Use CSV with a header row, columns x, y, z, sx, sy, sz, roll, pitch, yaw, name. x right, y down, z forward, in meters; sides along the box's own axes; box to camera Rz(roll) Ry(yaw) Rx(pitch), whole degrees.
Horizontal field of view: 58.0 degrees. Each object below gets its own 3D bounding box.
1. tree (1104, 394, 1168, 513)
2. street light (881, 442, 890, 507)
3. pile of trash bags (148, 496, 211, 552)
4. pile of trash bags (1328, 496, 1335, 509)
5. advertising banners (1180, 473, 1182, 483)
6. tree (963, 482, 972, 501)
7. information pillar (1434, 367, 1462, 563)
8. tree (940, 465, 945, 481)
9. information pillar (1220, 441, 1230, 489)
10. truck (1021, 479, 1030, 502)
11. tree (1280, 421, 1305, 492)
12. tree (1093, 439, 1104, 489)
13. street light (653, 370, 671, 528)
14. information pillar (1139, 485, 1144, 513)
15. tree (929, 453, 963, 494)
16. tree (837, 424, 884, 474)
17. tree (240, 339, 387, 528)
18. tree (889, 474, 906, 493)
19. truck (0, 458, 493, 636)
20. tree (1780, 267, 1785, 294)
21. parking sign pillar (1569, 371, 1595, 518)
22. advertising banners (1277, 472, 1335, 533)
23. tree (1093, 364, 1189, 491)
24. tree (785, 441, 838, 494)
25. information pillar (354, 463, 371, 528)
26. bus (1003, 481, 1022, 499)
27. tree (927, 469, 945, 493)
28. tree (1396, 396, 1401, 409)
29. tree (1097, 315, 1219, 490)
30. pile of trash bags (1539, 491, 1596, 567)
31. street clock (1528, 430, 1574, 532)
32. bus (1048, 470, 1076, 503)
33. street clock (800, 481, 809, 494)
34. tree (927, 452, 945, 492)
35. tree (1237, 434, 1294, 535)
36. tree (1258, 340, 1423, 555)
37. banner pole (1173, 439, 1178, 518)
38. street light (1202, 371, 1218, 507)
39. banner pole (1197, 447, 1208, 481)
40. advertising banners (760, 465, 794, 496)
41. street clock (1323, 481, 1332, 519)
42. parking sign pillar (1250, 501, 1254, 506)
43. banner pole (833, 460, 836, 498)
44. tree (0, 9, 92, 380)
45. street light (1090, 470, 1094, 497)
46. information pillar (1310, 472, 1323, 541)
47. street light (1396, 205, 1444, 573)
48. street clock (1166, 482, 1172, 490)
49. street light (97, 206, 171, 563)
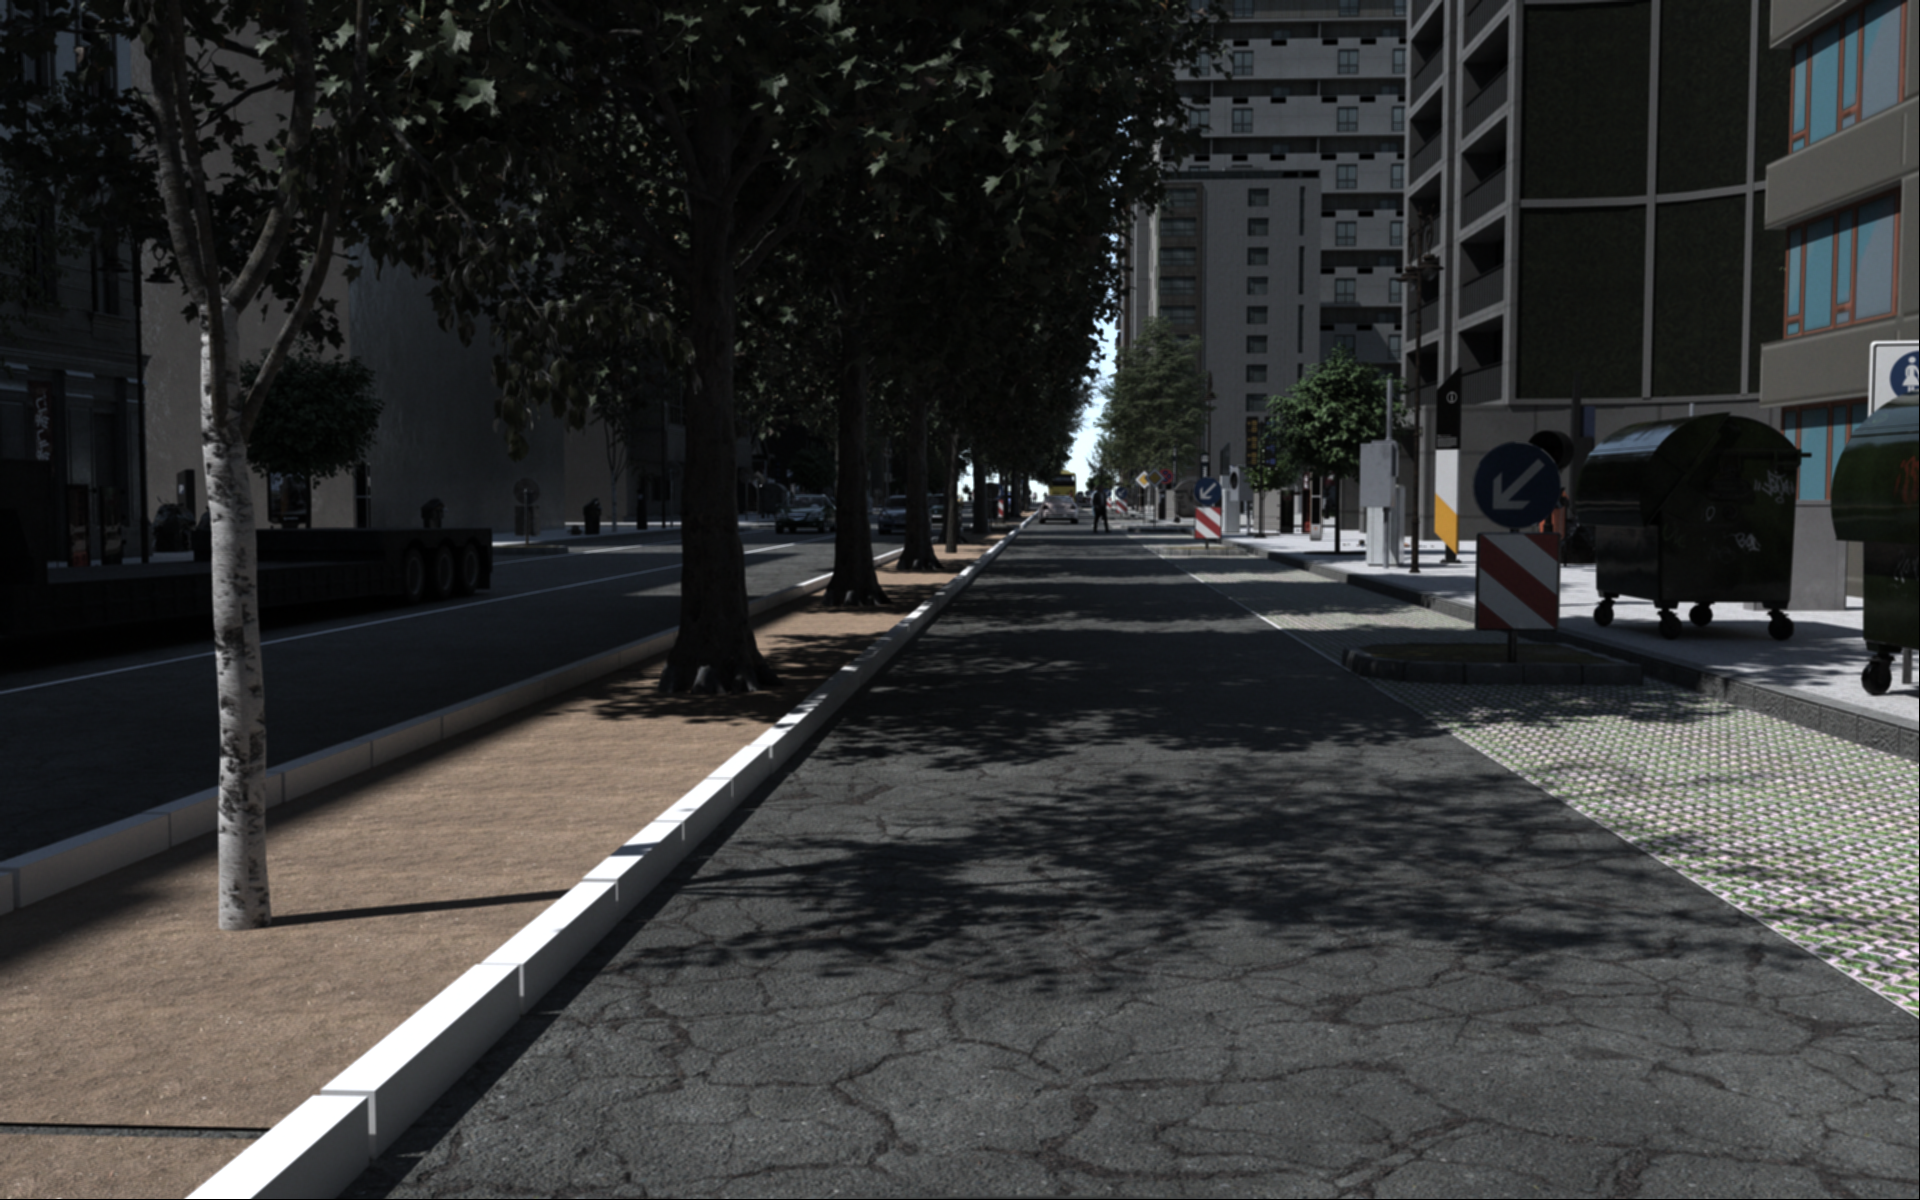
x,y,z,sx,sy,sz,roll,pitch,yaw,name
12.803,-10.261,118.133,4.737,8.622,4.395,0,3,0,tree
-6.520,-10.745,148.468,0.468,5.910,1.993,0,4,3,street light
-18.133,-1.759,38.517,1.912,1.369,3.447,2,4,34,pile of trash bags
29.533,-7.533,132.915,3.447,1.369,1.912,1,4,15,pile of trash bags
15.963,-7.802,123.749,0.090,3.025,2.074,2,4,24,advertising banners
1.067,-17.758,284.946,1.663,3.219,1.824,0,3,0,tree
9.070,-2.495,32.155,0.183,3.616,0.504,-3,5,-42,information pillar
-2.059,-18.087,246.081,4.360,8.622,3.978,0,3,0,tree
11.779,-5.234,76.923,0.504,3.616,0.183,-2,4,-32,information pillar
9.942,-17.892,282.291,2.967,4.110,18.799,0,4,3,truck
28.439,-11.902,144.958,4.360,8.622,3.978,0,3,0,tree
14.796,-12.039,147.199,4.737,8.622,4.395,0,3,0,tree
-11.111,-5.627,64.788,0.468,5.910,1.993,0,4,3,street light
12.079,-6.775,115.260,0.304,2.012,0.304,-1,4,-14,information pillar
-2.406,-18.865,226.575,7.486,12.596,7.792,0,3,0,tree
-7.729,-11.144,132.568,4.737,8.622,4.395,0,3,0,tree
-13.251,-3.134,34.947,4.285,4.588,4.351,0,3,0,tree
-5.812,-10.334,163.564,1.663,3.219,1.824,0,3,0,tree
-8.572,-1.587,15.698,2.967,4.110,18.799,0,4,4,truck
17.716,-4.992,31.981,4.737,8.622,4.395,0,3,0,tree
13.892,-3.075,38.752,1.447,3.967,1.447,1,4,17,parking sign pillar
11.374,-3.688,56.487,2.074,3.025,0.090,0,4,-8,advertising banners
14.146,-12.883,136.388,9.928,11.665,9.643,0,3,0,tree
-9.134,-7.580,107.654,4.285,4.588,4.351,0,3,0,tree
-14.308,-2.264,41.508,0.304,2.012,0.304,0,4,-6,information pillar
6.201,-13.363,213.336,2.948,3.499,13.247,0,4,3,bus
-3.510,-14.010,212.775,4.285,4.588,4.351,0,3,0,tree
32.282,-10.764,126.347,4.360,8.622,3.978,0,3,0,tree
12.666,-11.771,110.575,7.486,12.596,7.792,0,3,0,tree
11.626,-1.333,31.554,3.447,1.369,1.912,-3,4,-38,pile of trash bags
6.726,-0.931,19.799,0.358,2.002,0.471,-3,5,-44,street clock
10.369,-11.323,176.677,2.896,3.916,12.252,0,4,2,bus
-8.865,-5.777,99.030,0.471,2.002,0.358,-1,4,-19,street clock
-3.805,-15.045,196.344,4.737,8.622,4.395,0,3,0,tree
9.490,-3.633,54.006,1.663,3.219,1.824,0,3,0,tree
8.196,-3.264,37.078,4.285,4.588,4.351,0,3,0,tree
9.774,-5.422,78.670,0.401,3.779,0.863,0,4,-6,banner pole
9.332,-5.631,64.847,0.468,5.910,1.993,0,4,3,street light
12.983,-6.292,92.895,0.863,3.779,0.401,2,4,24,banner pole
-11.046,-6.637,104.699,2.074,3.025,0.090,0,4,5,advertising banners
18.927,-5.185,89.344,0.471,2.002,0.358,-2,4,-26,street clock
23.968,-9.406,142.266,1.447,3.967,1.447,-3,4,-38,parking sign pillar
-8.529,-7.797,117.500,0.401,3.779,0.863,1,4,15,banner pole
-13.996,-4.453,23.165,4.737,8.622,4.395,0,3,0,tree
23.162,-20.460,307.301,0.468,5.910,1.993,0,4,3,street light
9.818,-2.642,47.693,0.304,2.012,0.304,1,4,17,information pillar
7.403,-3.378,28.018,0.468,5.910,1.993,0,4,3,street light
11.499,-5.563,95.518,0.358,2.002,0.471,-1,4,-11,street clock
-13.334,-3.388,28.175,0.468,5.910,1.993,0,4,3,street light
